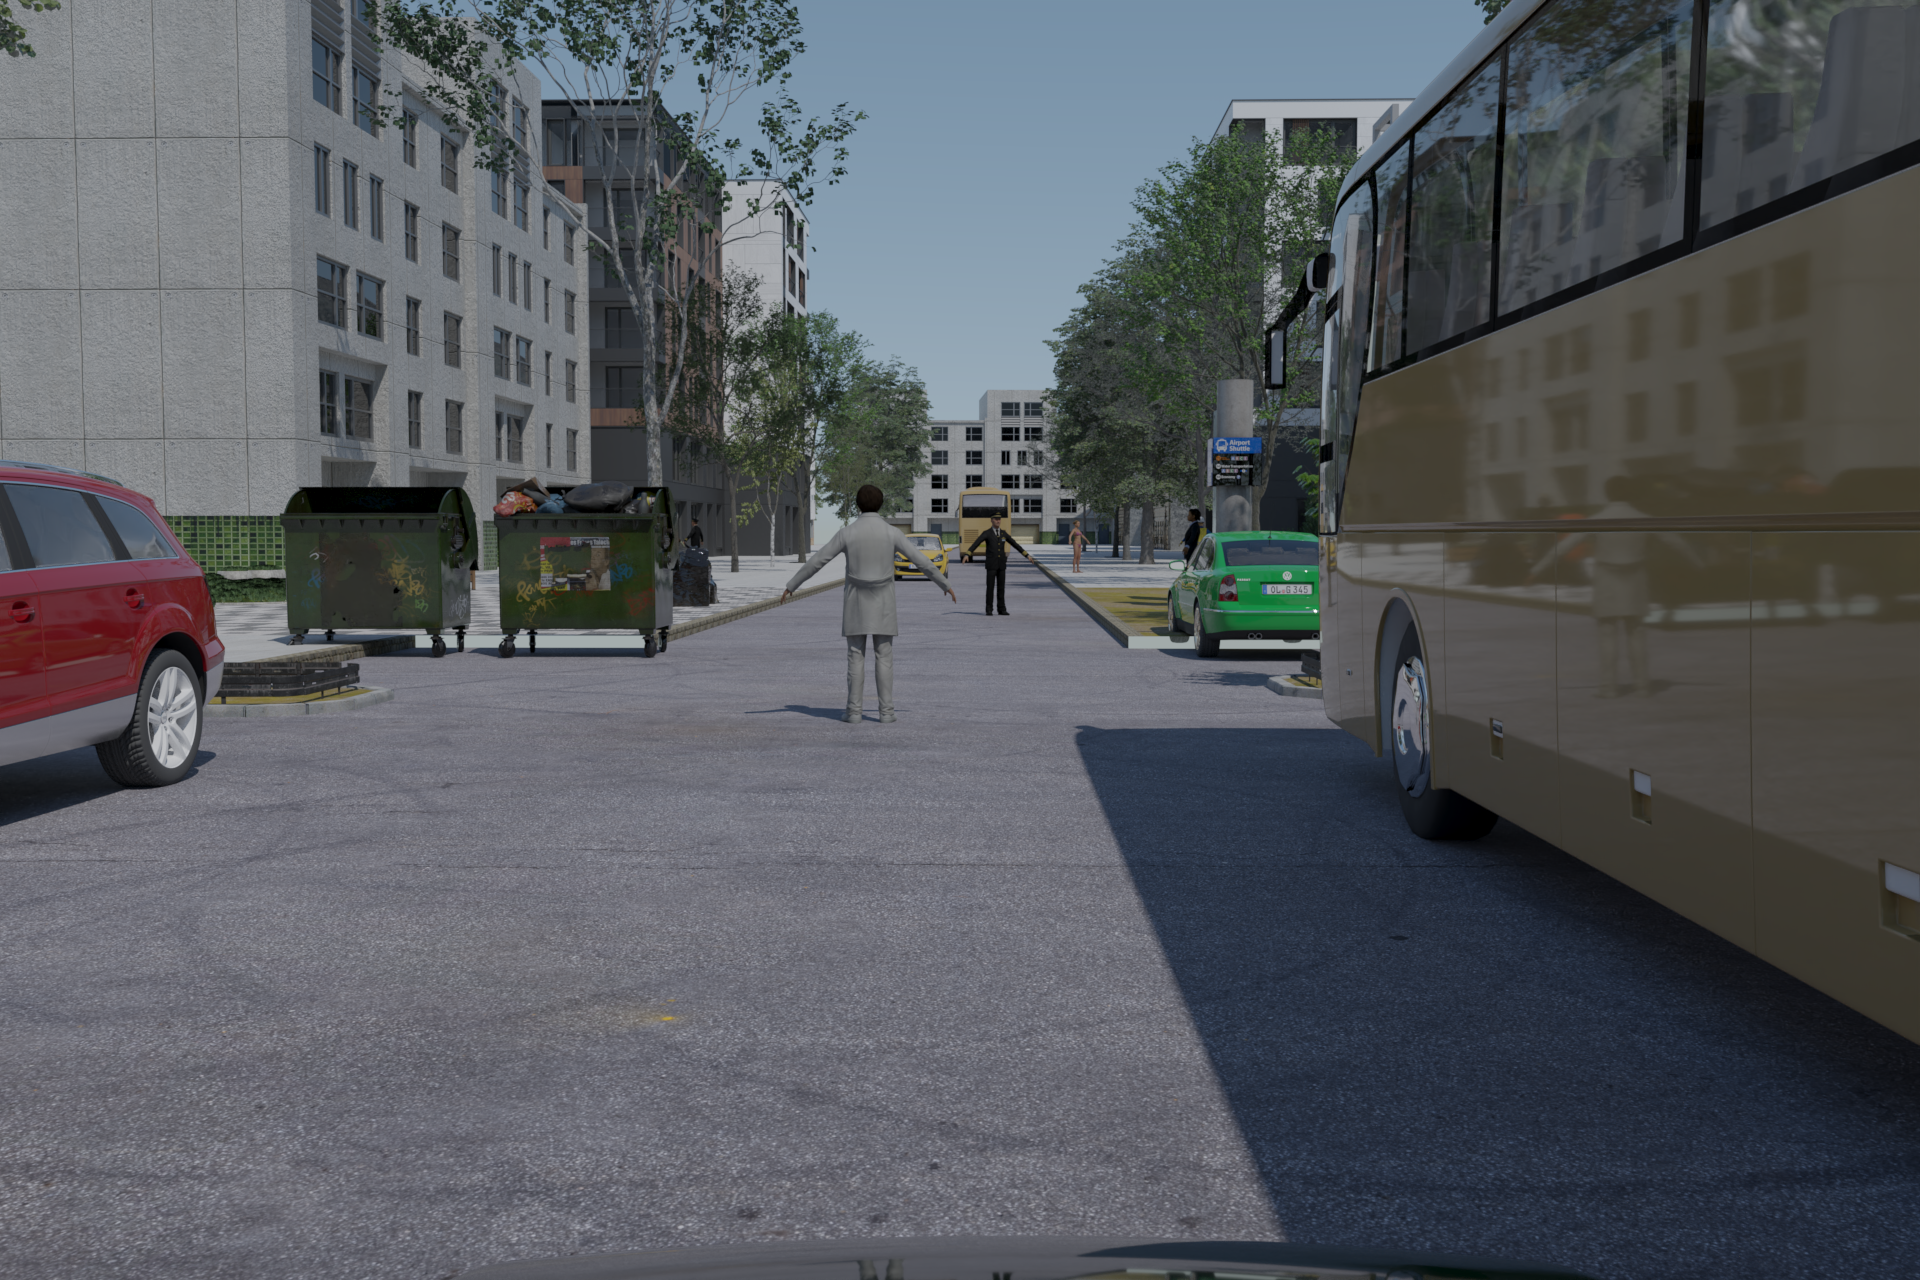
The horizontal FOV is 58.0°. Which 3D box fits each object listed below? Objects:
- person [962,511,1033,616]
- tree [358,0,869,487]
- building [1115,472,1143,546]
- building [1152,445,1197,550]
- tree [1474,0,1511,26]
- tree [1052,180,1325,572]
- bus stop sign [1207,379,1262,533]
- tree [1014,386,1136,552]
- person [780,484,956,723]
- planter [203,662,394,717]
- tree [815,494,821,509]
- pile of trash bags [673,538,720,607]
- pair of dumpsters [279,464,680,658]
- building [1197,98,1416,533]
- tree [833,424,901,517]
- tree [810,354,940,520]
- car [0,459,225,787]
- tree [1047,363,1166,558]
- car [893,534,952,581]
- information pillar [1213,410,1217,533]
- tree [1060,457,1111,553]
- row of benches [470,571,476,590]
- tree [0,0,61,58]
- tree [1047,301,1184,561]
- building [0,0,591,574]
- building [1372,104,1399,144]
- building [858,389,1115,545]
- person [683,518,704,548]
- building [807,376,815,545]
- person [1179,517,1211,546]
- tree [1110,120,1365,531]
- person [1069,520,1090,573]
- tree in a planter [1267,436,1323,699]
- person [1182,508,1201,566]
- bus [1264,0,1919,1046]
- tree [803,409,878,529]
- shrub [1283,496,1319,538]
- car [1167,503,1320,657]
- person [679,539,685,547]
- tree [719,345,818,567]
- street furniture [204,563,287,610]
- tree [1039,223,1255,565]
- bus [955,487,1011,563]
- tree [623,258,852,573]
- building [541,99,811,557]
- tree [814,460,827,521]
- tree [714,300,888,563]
[{"bbox_3d":[0.642,-1.350,30.467,1.347,1.837,0.705,-1,4,-22],"label":"person"},{"bbox_3d":[-8.466,-11.366,41.726,12.611,20.169,13.585,0,3,0],"label":"tree"},{"bbox_3d":[27.171,-22.091,192.110,19.493,23.208,18.063,0,4,1],"label":"building"},{"bbox_3d":[25.811,-19.122,143.580,19.493,23.208,18.063,0,4,1],"label":"building"},{"bbox_3d":[10.169,-6.988,20.914,9.857,13.997,8.962,0,3,0],"label":"tree"},{"bbox_3d":[8.273,-9.040,58.180,12.009,13.543,11.850,0,3,0],"label":"tree"},{"bbox_3d":[4.714,-2.493,29.785,0.837,3.901,0.837,0,4,2],"label":"bus stop sign"},{"bbox_3d":[9.202,-13.187,125.975,12.009,13.543,11.850,0,3,0],"label":"tree"},{"bbox_3d":[-0.689,-0.278,13.187,1.347,1.806,0.705,0,4,-6],"label":"person"},{"bbox_3d":[-5.903,0.404,14.531,1.991,0.319,1.994,0,4,1],"label":"planter"},{"bbox_3d":[-19.605,-16.498,220.097,4.737,8.622,4.395,0,3,0],"label":"tree"},{"bbox_3d":[-5.373,-1.275,30.591,1.912,1.369,3.447,0,4,3],"label":"pile of trash bags"},{"bbox_3d":[-5.614,-0.946,20.420,4.436,2.255,1.574,0,4,1],"label":"pair of dumpsters"},{"bbox_3d":[27.153,-15.518,97.697,27.936,21.610,32.646,0,4,2],"label":"building"},{"bbox_3d":[-6.788,-9.988,113.661,4.360,8.622,3.978,0,3,0],"label":"tree"},{"bbox_3d":[-6.297,-13.268,123.591,9.857,13.997,8.962,0,3,0],"label":"tree"},{"bbox_3d":[-5.523,0.017,8.393,2.281,1.827,5.304,0,4,1],"label":"car"},{"bbox_3d":[8.468,-10.327,94.600,9.928,11.665,9.643,0,3,0],"label":"tree"},{"bbox_3d":[-1.239,-2.685,54.131,2.015,1.641,3.980,0,4,1],"label":"car"},{"bbox_3d":[4.935,-2.519,32.504,0.184,3.620,1.656,0,4,1],"label":"information pillar"},{"bbox_3d":[9.064,-10.165,116.562,4.737,8.622,4.395,0,3,0],"label":"tree"},{"bbox_3d":[-12.442,-1.554,40.871,1.422,0.672,4.104,-3,4,-36],"label":"row of benches"},{"bbox_3d":[-11.789,-6.525,13.344,9.857,13.997,8.962,0,3,0],"label":"tree"},{"bbox_3d":[8.117,-10.107,83.381,7.486,12.596,7.792,0,3,0],"label":"tree"},{"bbox_3d":[-24.929,-11.829,59.864,16.747,18.905,31.486,0,4,2],"label":"building"},{"bbox_3d":[23.630,-13.523,77.528,16.016,20.090,11.380,0,4,1],"label":"building"},{"bbox_3d":[2.907,-21.398,218.765,31.486,18.905,16.747,0,4,-3],"label":"building"},{"bbox_3d":[-9.017,-3.234,58.818,0.705,1.837,1.347,1,4,21],"label":"person"},{"bbox_3d":[-22.160,-20.305,188.414,16.016,20.090,11.380,0,4,2],"label":"building"},{"bbox_3d":[6.835,-2.617,49.257,1.216,1.772,0.721,0,4,3],"label":"person"},{"bbox_3d":[7.409,-7.145,42.573,9.928,11.665,9.643,0,3,0],"label":"tree"},{"bbox_3d":[3.931,-3.085,57.239,0.721,1.733,1.217,3,4,36],"label":"person"},{"bbox_3d":[3.856,-1.131,15.707,1.991,3.239,1.994,0,4,1],"label":"tree in a planter"},{"bbox_3d":[4.092,-1.486,31.023,0.721,1.740,1.216,1,4,12],"label":"person"},{"bbox_3d":[3.273,-0.815,4.877,2.896,3.916,12.252,0,4,1],"label":"bus"},{"bbox_3d":[-6.124,-8.948,96.669,4.360,8.622,3.978,0,3,0],"label":"tree"},{"bbox_3d":[5.894,-1.456,27.845,1.661,2.075,1.752,0,3,0],"label":"shrub"},{"bbox_3d":[3.644,-0.776,21.484,1.959,1.807,4.718,0,4,0],"label":"car"},{"bbox_3d":[-8.464,-2.626,49.069,1.346,1.812,0.704,1,4,11],"label":"person"},{"bbox_3d":[-7.356,-7.151,67.288,4.737,8.622,4.395,0,3,0],"label":"tree"},{"bbox_3d":[-14.146,-1.073,33.167,5.734,0.657,10.072,1,4,16],"label":"street furniture"},{"bbox_3d":[7.963,-10.154,72.681,9.857,13.997,8.962,0,3,0],"label":"tree"},{"bbox_3d":[1.193,-6.007,89.766,2.896,3.916,12.252,0,3,0],"label":"bus"},{"bbox_3d":[-7.422,-7.554,57.923,8.767,10.594,7.601,1,4,13],"label":"tree"},{"bbox_3d":[-24.246,-15.551,98.235,27.936,21.610,32.646,0,4,2],"label":"building"},{"bbox_3d":[-19.899,-18.045,213.156,7.486,12.596,7.792,0,3,0],"label":"tree"},{"bbox_3d":[-6.996,-9.219,76.494,9.928,11.665,9.643,0,3,0],"label":"tree"}]
